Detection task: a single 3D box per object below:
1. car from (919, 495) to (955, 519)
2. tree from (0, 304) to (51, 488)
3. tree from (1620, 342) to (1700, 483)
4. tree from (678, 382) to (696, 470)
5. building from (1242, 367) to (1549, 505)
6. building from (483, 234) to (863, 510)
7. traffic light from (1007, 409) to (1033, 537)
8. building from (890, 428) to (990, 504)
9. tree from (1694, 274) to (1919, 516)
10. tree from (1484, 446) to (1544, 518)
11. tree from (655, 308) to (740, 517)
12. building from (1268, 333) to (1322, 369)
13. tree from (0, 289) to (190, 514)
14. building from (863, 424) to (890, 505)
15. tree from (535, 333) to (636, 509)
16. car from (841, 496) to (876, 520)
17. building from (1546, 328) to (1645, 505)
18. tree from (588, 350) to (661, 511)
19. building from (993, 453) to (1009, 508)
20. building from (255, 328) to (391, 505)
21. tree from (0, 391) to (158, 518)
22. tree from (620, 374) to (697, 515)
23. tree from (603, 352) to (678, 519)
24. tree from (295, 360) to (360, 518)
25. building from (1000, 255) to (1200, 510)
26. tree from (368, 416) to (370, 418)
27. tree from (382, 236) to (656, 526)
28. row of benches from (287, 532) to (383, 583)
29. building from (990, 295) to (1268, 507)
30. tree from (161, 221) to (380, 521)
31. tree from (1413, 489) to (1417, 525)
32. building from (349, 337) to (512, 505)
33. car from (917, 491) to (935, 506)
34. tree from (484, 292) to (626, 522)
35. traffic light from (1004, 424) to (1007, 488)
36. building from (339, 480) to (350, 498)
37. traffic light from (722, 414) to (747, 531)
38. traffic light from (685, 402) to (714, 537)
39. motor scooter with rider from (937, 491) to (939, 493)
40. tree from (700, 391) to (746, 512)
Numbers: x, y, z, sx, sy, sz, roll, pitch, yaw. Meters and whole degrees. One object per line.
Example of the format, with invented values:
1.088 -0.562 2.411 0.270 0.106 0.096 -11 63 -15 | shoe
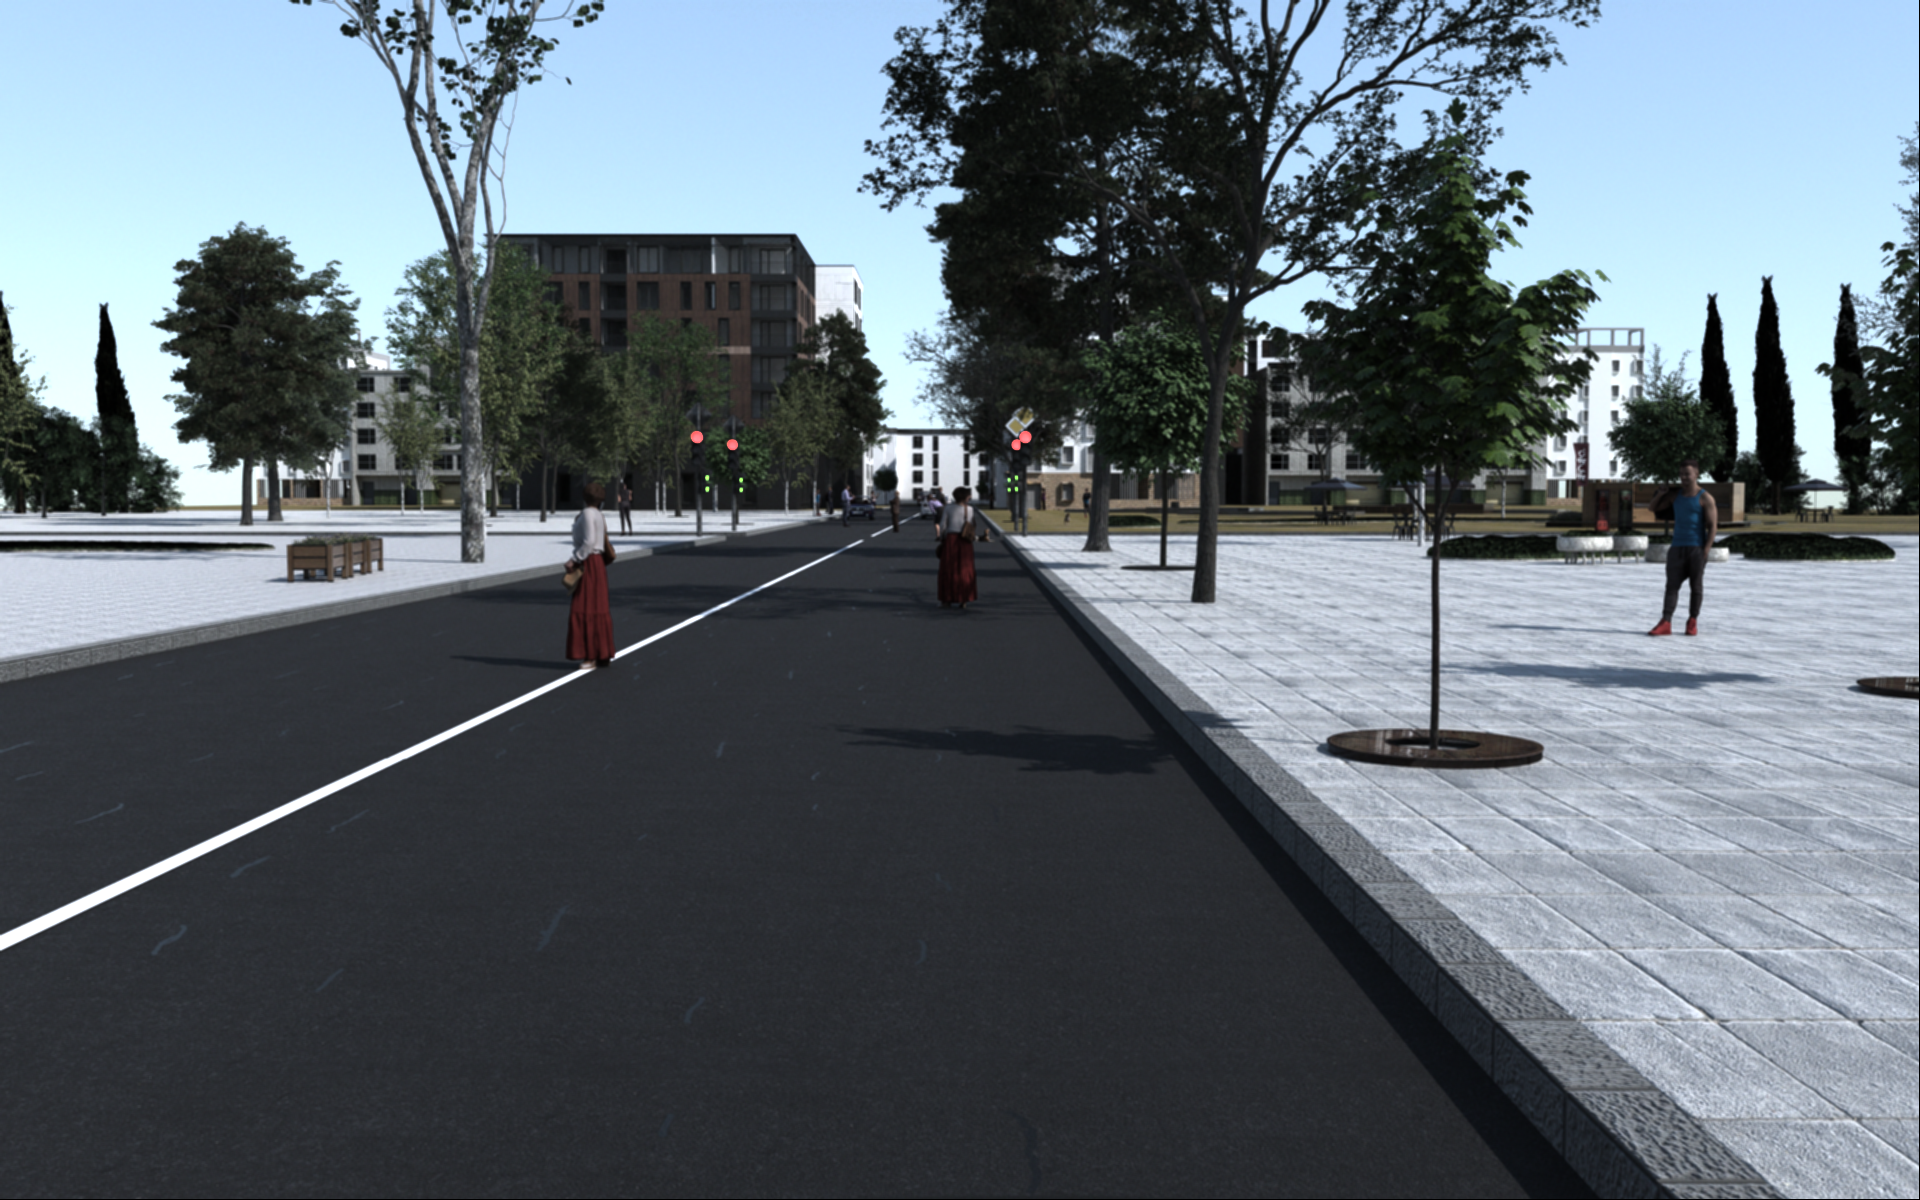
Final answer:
-1.304 -5.331 99.520 2.083 1.381 4.827 0 4 -1 | car
-35.194 -6.873 62.742 4.737 8.622 4.395 0 3 0 | tree
33.934 -8.129 83.279 4.360 8.622 3.978 0 3 0 | tree
-18.712 -9.811 110.775 4.737 8.622 4.395 0 3 0 | tree
50.088 -20.543 202.334 31.486 18.905 16.747 0 3 0 | building
-23.391 -18.870 152.500 27.936 21.610 32.646 0 3 0 | building
1.934 -3.840 52.029 0.839 4.213 0.868 0 3 0 | traffic light
-8.093 -17.229 223.835 28.070 9.664 9.099 0 3 0 | building
52.720 -12.738 110.091 13.155 14.587 18.604 -1 4 -17 | tree
29.369 -8.722 92.965 4.737 8.622 4.395 0 3 0 | tree
-15.916 -10.457 96.733 9.928 11.665 9.643 0 3 0 | tree
33.656 -23.845 233.832 32.646 21.610 27.936 0 3 0 | building
-61.971 -13.304 119.345 18.604 14.587 13.155 3 5 40 | tree
-22.931 -16.183 206.737 28.070 9.664 9.099 0 3 0 | building
-26.694 -12.469 121.997 7.486 12.596 7.792 0 3 0 | tree
-5.572 -5.064 95.377 1.945 1.354 3.894 0 4 -1 | car
71.521 -21.193 202.933 11.380 20.091 16.016 0 3 0 | building
-26.051 -12.799 131.325 6.751 12.117 7.091 0 3 0 | tree
7.826 -13.512 163.064 9.099 9.664 28.070 0 3 0 | building
-74.218 -21.217 203.316 11.380 20.091 16.016 0 3 0 | building
-51.988 -8.022 94.065 11.467 7.101 20.602 -1 4 -8 | tree
-18.760 -9.502 105.728 4.360 8.622 3.978 0 3 0 | tree
-17.655 -8.555 90.232 4.737 8.622 4.395 0 3 0 | tree
-33.931 -8.699 92.593 4.360 8.622 3.978 0 3 0 | tree
11.407 -17.531 143.053 16.016 20.091 11.380 0 3 0 | building
-34.620 -9.650 108.136 4.737 8.622 4.395 0 3 0 | tree
-19.158 -8.755 68.901 9.928 11.665 9.643 0 3 0 | tree
-9.700 -0.704 26.971 1.422 0.672 4.104 0 4 -8 | row of benches
17.278 -21.408 194.003 27.936 21.610 32.646 0 3 0 | building
-32.166 -10.655 80.858 9.857 13.997 8.962 0 3 0 | tree
17.201 -7.082 66.158 4.737 8.622 4.395 0 3 0 | tree
-52.785 -20.588 203.074 31.486 18.905 16.747 0 3 0 | building
-4.076 -12.216 208.408 2.281 1.827 5.304 0 4 0 | car
-18.851 -8.867 79.385 7.601 10.594 8.767 -2 4 -33 | tree
1.942 -4.328 60.014 0.839 4.213 0.868 0 3 0 | traffic light
-68.454 -17.260 224.342 28.070 9.664 9.099 0 3 0 | building
-7.819 -4.328 60.008 0.839 4.213 0.868 0 3 0 | traffic light
-7.827 -3.840 52.023 0.839 4.213 0.868 0 3 0 | traffic light
-1.943 -9.120 158.076 0.876 1.779 1.986 0 4 0 | motor scooter with rider
-17.010 -10.438 121.027 4.360 8.622 3.978 0 3 0 | tree
